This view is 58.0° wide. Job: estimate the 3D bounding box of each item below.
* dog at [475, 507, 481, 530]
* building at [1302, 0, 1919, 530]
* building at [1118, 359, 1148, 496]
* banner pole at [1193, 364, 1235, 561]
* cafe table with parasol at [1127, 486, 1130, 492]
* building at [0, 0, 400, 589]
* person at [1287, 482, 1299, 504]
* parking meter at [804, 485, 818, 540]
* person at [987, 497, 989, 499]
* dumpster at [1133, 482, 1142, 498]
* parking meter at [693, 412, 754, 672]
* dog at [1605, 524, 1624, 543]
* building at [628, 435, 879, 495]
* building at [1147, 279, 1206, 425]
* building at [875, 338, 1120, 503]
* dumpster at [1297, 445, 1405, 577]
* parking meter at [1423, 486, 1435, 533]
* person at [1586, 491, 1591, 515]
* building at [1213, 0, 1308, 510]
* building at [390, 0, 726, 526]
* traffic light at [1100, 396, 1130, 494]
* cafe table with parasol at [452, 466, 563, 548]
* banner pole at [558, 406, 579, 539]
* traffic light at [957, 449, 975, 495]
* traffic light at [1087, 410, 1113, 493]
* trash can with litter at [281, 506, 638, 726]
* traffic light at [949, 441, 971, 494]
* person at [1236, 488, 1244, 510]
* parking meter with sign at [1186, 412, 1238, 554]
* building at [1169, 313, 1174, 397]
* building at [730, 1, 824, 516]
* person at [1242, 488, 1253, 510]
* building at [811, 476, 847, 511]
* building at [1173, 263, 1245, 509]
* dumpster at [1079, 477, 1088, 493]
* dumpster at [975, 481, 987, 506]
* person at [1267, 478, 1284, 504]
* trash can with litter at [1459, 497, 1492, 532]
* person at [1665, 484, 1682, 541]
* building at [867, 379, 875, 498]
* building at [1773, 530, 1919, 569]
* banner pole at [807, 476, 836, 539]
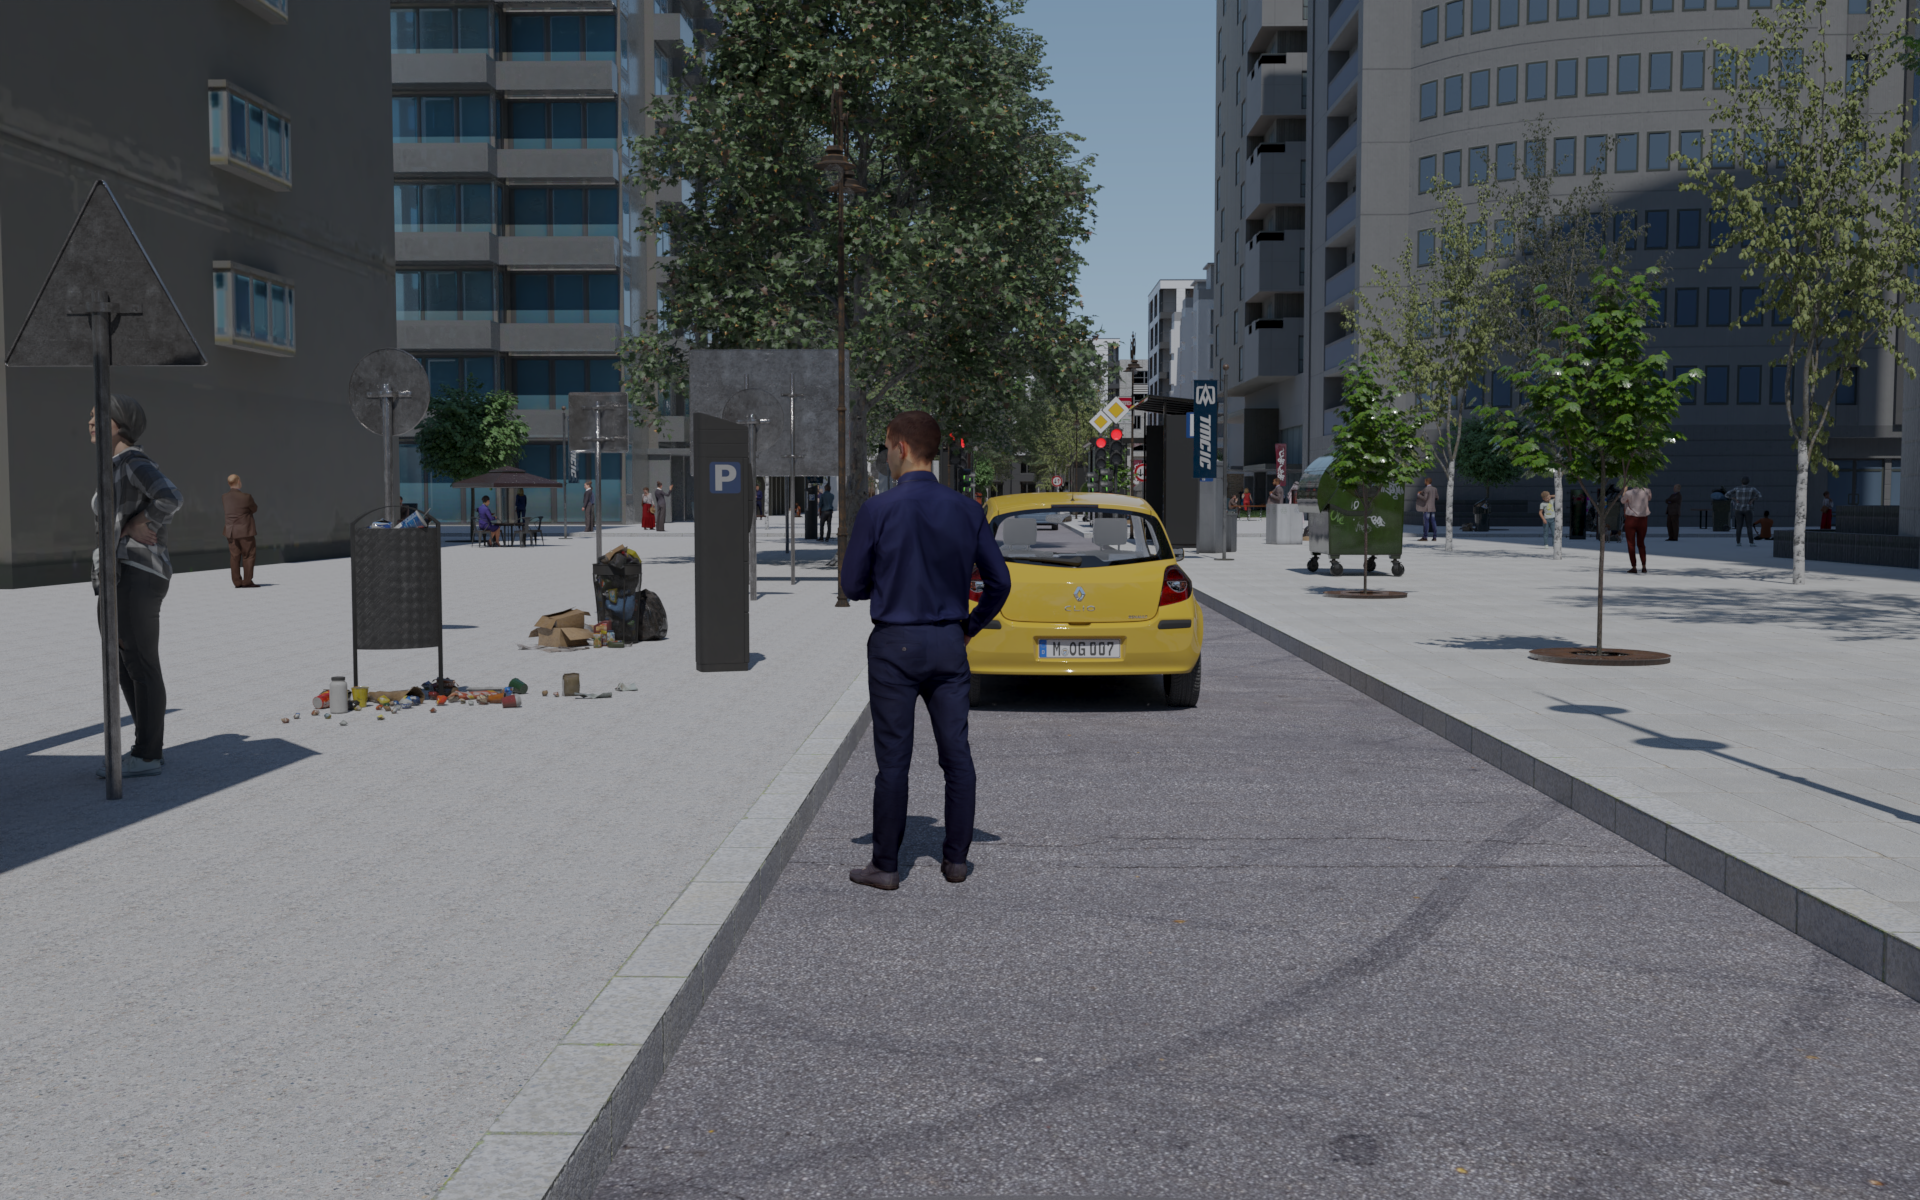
[{"bbox_3d":[-16.849,-2.870,61.308,0.513,0.831,0.800,-2,4,-29],"label":"dog"},{"bbox_3d":[30.922,-32.649,75.802,28.212,58.520,21.231,0,4,1],"label":"building"},{"bbox_3d":[36.891,-22.562,235.344,31.486,18.905,16.747,0,4,1],"label":"building"},{"bbox_3d":[4.886,-2.654,33.415,0.863,3.779,0.401,0,4,-6],"label":"banner pole"},{"bbox_3d":[11.348,-6.569,112.261,2.610,1.966,2.610,-2,4,-35],"label":"cafe table with parasol"},{"bbox_3d":[-23.122,-24.631,26.426,21.600,48.544,21.300,0,4,1],"label":"building"},{"bbox_3d":[12.407,-3.507,64.050,0.551,1.740,0.621,-1,4,-21],"label":"person"},{"bbox_3d":[-4.211,-2.482,48.999,0.372,1.533,0.369,0,3,0],"label":"parking meter"},{"bbox_3d":[2.444,-10.198,176.040,1.065,1.426,0.557,2,4,24],"label":"person"},{"bbox_3d":[8.415,-4.407,77.812,1.264,1.857,1.865,0,4,2],"label":"dumpster"},{"bbox_3d":[-1.714,-0.419,12.566,0.399,1.863,0.255,-1,4,-20],"label":"parking meter"},{"bbox_3d":[17.183,-1.756,45.539,0.406,0.507,0.540,3,4,36],"label":"dog"},{"bbox_3d":[-21.994,-15.431,194.441,28.070,9.664,9.099,0,4,1],"label":"building"},{"bbox_3d":[33.341,-20.598,180.759,27.936,21.610,32.646,0,4,1],"label":"building"},{"bbox_3d":[4.969,-24.294,241.174,32.646,21.610,27.936,0,4,1],"label":"building"},{"bbox_3d":[6.280,-1.536,27.607,1.502,2.255,1.985,0,4,2],"label":"dumpster"},{"bbox_3d":[15.641,-3.016,57.723,0.372,1.533,0.369,0,3,0],"label":"parking meter"},{"bbox_3d":[17.921,-2.496,50.092,0.776,1.435,0.726,-2,4,-24],"label":"person"},{"bbox_3d":[32.268,-32.297,117.293,28.713,52.752,27.495,0,4,1],"label":"building"},{"bbox_3d":[-23.022,-28.349,83.114,23.786,49.044,30.456,0,4,1],"label":"building"},{"bbox_3d":[4.467,-3.730,49.906,0.839,4.253,0.868,0,4,1],"label":"traffic light"},{"bbox_3d":[-10.938,-2.265,41.901,2.610,1.966,2.610,1,4,10],"label":"cafe table with parasol"},{"bbox_3d":[-11.059,-3.614,49.110,0.863,3.779,0.401,3,4,37],"label":"banner pole"},{"bbox_3d":[0.095,-4.225,57.992,0.839,4.253,0.868,0,4,1],"label":"traffic light"},{"bbox_3d":[4.675,-4.218,57.889,0.839,4.253,0.868,0,4,1],"label":"traffic light"},{"bbox_3d":[-3.035,0.026,10.638,2.233,1.210,1.678,-2,4,-25],"label":"trash can with litter"},{"bbox_3d":[-0.113,-3.736,50.010,0.839,4.253,0.868,0,4,1],"label":"traffic light"},{"bbox_3d":[22.779,-8.193,140.004,1.348,1.822,0.705,2,4,29],"label":"person"},{"bbox_3d":[5.512,-2.529,37.617,0.543,3.016,1.738,2,4,32],"label":"parking meter with sign"},{"bbox_3d":[27.407,-18.480,158.574,16.016,20.091,11.380,0,4,1],"label":"building"},{"bbox_3d":[-20.303,-28.022,112.790,22.147,44.769,28.867,0,4,1],"label":"building"},{"bbox_3d":[16.158,-5.485,97.434,0.593,1.614,0.444,2,4,24],"label":"person"},{"bbox_3d":[-13.511,-12.605,148.239,9.099,9.664,28.070,0,4,1],"label":"building"},{"bbox_3d":[26.915,-17.777,147.075,16.016,20.091,11.380,0,4,1],"label":"building"},{"bbox_3d":[6.290,-4.745,80.073,1.502,2.255,1.985,0,4,1],"label":"dumpster"},{"bbox_3d":[1.224,-7.494,125.022,1.502,2.255,1.985,0,4,2],"label":"dumpster"},{"bbox_3d":[8.718,-2.506,47.842,0.431,1.722,0.655,2,4,27],"label":"person"},{"bbox_3d":[17.556,-2.914,59.031,1.055,1.170,0.624,3,5,40],"label":"trash can with litter"},{"bbox_3d":[19.451,-2.379,47.210,0.388,1.546,0.482,0,4,0],"label":"person"},{"bbox_3d":[-16.682,-19.754,179.403,16.016,20.091,11.380,0,4,1],"label":"building"},{"bbox_3d":[25.865,-29.369,22.186,21.231,58.520,28.212,0,4,1],"label":"building"},{"bbox_3d":[-3.979,-3.640,49.525,0.863,3.779,0.401,-1,4,-12],"label":"banner pole"}]
